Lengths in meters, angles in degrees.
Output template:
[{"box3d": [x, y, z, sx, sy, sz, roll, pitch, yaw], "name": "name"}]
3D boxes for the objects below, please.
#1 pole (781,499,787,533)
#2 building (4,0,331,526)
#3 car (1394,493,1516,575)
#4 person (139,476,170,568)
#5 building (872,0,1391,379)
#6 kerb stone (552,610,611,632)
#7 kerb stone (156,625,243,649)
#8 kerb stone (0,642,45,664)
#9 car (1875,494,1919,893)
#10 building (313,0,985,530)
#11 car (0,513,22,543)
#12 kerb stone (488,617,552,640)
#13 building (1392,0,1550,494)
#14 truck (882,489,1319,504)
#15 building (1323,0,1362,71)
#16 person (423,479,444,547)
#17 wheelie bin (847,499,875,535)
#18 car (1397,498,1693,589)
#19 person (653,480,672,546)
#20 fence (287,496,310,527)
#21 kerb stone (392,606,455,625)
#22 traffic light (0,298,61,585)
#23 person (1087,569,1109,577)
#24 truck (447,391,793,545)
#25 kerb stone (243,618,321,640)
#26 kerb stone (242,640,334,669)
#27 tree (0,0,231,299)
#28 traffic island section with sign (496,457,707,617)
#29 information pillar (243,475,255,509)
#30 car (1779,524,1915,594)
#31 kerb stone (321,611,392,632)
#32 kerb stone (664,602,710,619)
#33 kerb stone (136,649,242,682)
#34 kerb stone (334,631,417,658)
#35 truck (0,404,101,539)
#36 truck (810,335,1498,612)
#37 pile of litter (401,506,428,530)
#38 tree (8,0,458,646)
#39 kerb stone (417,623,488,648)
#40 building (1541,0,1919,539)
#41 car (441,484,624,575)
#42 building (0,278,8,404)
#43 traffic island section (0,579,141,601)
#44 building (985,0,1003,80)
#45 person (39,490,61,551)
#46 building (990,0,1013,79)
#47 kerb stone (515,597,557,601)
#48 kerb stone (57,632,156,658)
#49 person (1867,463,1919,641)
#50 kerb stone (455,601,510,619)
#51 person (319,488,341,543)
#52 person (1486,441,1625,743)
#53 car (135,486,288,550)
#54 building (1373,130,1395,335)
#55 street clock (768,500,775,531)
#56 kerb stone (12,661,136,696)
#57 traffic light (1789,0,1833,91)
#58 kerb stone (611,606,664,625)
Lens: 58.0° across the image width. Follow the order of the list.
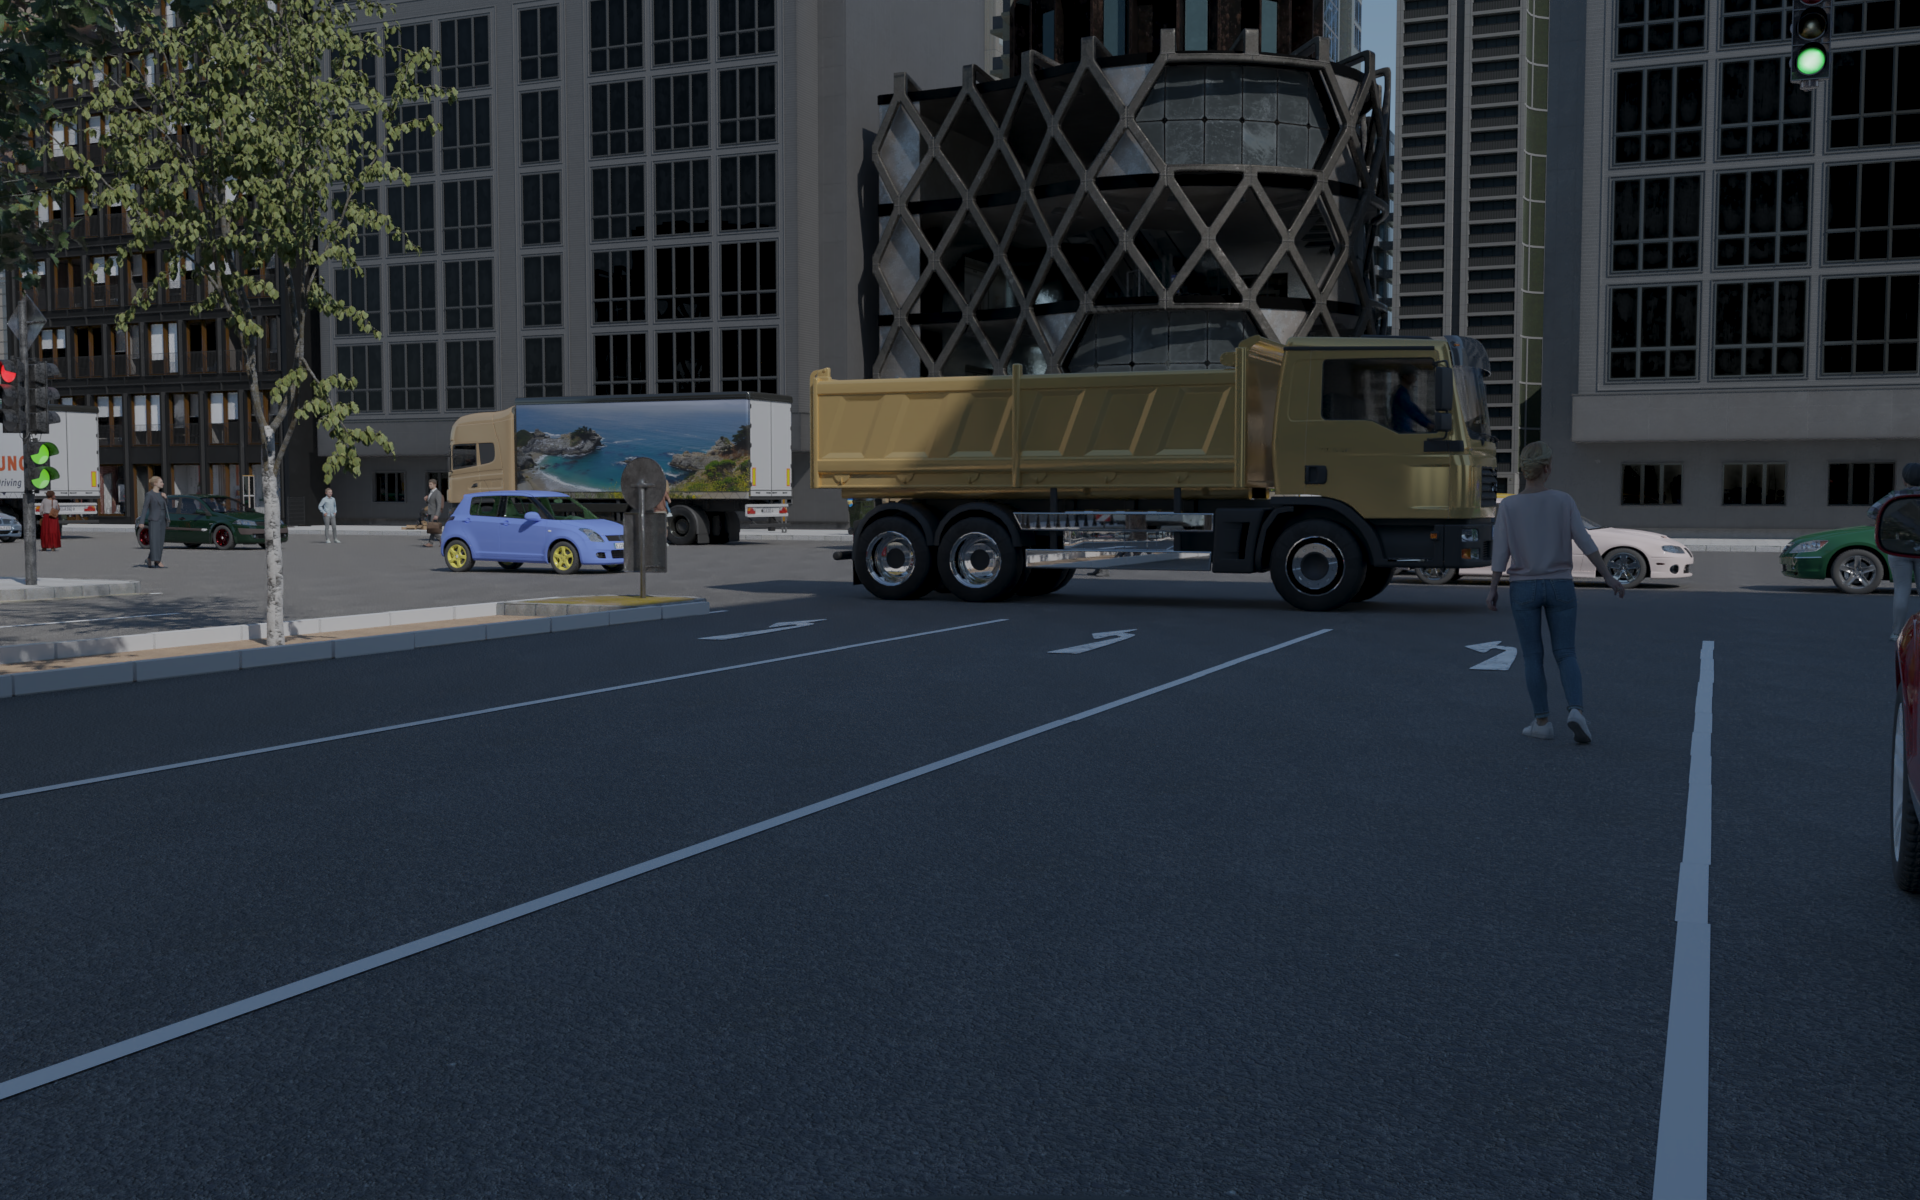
[{"box3d": [-5.816, -3.878, 57.253, 0.158, 3.312, 0.155, 0, 3, 0], "name": "pole"}, {"box3d": [-31.489, -15.135, 77.132, 15.834, 23.373, 12.332, 2, 4, 24], "name": "building"}, {"box3d": [8.950, -1.255, 30.746, 3.980, 1.641, 2.015, 1, 4, 22], "name": "car"}, {"box3d": [-15.552, -1.497, 33.402, 0.534, 1.772, 0.576, 0, 4, -7], "name": "person"}, {"box3d": [7.226, -11.981, 63.340, 16.811, 18.784, 16.820, 2, 4, 24], "name": "building"}, {"box3d": [-4.078, 0.231, 18.412, 0.120, 0.150, 1.000, 2, 4, 24], "name": "kerb stone"}, {"box3d": [-7.251, 0.354, 16.404, 0.120, 0.150, 1.000, 2, 4, 24], "name": "kerb stone"}, {"box3d": [-8.070, 0.470, 14.509, 0.120, 0.150, 1.000, 2, 4, 24], "name": "kerb stone"}, {"box3d": [3.617, 0.263, 4.370, 2.281, 1.827, 5.304, 2, 4, 25], "name": "car"}, {"box3d": [-12.675, -16.930, 70.311, 24.014, 27.812, 14.314, 2, 4, 24], "name": "building"}, {"box3d": [-29.858, -2.393, 51.134, 4.499, 1.417, 2.014, 1, 4, 22], "name": "car"}, {"box3d": [-4.496, 0.289, 17.474, 0.120, 0.150, 1.000, 2, 4, 24], "name": "kerb stone"}, {"box3d": [64.968, -47.338, 212.226, 20.611, 71.187, 20.563, 2, 4, 24], "name": "building"}, {"box3d": [2.983, -3.254, 42.115, 11.283, 4.237, 2.839, 2, 4, 24], "name": "truck"}, {"box3d": [25.028, -52.041, 163.544, 31.000, 86.520, 22.319, 2, 4, 24], "name": "building"}, {"box3d": [-14.155, -2.337, 46.680, 0.622, 1.834, 0.822, 3, 4, 36], "name": "person"}, {"box3d": [-3.077, -2.844, 54.402, 0.693, 1.594, 0.980, 3, 5, 41], "name": "wheelie bin"}, {"box3d": [9.063, -0.930, 27.575, 4.827, 1.381, 2.083, 2, 4, 24], "name": "car"}, {"box3d": [-8.201, -2.395, 47.639, 0.573, 1.828, 0.580, 3, 4, 36], "name": "person"}, {"box3d": [-25.884, -3.446, 67.540, 0.480, 1.192, 2.264, 0, 4, -4], "name": "fence"}, {"box3d": [-6.018, 0.182, 19.246, 0.120, 0.150, 1.000, 2, 4, 24], "name": "kerb stone"}, {"box3d": [-13.088, -2.164, 24.310, 0.839, 4.253, 0.868, 2, 4, 24], "name": "traffic light"}, {"box3d": [2.375, -1.342, 30.242, 0.447, 1.846, 0.655, -1, 4, -12], "name": "person"}, {"box3d": [-10.368, -3.771, 50.566, 11.283, 4.237, 2.839, 2, 4, 24], "name": "truck"}, {"box3d": [-6.839, 0.300, 17.345, 0.120, 0.150, 1.000, 2, 4, 24], "name": "kerb stone"}, {"box3d": [-5.727, 0.462, 14.645, 0.120, 0.150, 1.000, 2, 4, 24], "name": "kerb stone"}, {"box3d": [-9.157, -5.470, 8.904, 9.611, 12.733, 9.660, 0, 3, 0], "name": "tree"}, {"box3d": [-4.145, -0.775, 20.814, 2.006, 1.907, 1.989, 2, 4, 24], "name": "traffic island section with sign"}, {"box3d": [-27.964, -3.892, 68.120, 0.304, 2.012, 0.304, 1, 4, 19], "name": "information pillar"}, {"box3d": [14.497, -0.801, 24.894, 4.920, 1.459, 2.131, 2, 4, 25], "name": "car"}, {"box3d": [-6.425, 0.243, 18.294, 0.120, 0.150, 1.000, 2, 4, 24], "name": "kerb stone"}, {"box3d": [-3.252, 0.124, 20.293, 0.120, 0.150, 1.000, 2, 4, 24], "name": "kerb stone"}, {"box3d": [-6.136, 0.520, 13.694, 0.120, 0.150, 1.000, 2, 4, 24], "name": "kerb stone"}, {"box3d": [-5.304, 0.404, 15.584, 0.120, 0.150, 1.000, 2, 4, 24], "name": "kerb stone"}, {"box3d": [-33.118, -4.138, 56.564, 11.283, 4.237, 2.839, 2, 4, 23], "name": "truck"}, {"box3d": [2.863, -1.650, 22.908, 9.791, 3.379, 3.469, 2, 4, 24], "name": "truck"}, {"box3d": [-19.437, -2.968, 62.484, 1.176, 0.858, 1.719, -3, 5, -43], "name": "pile of litter"}, {"box3d": [-6.490, -3.851, 15.788, 4.737, 8.622, 4.395, 0, 3, 0], "name": "tree"}, {"box3d": [-4.906, 0.346, 16.532, 0.120, 0.150, 1.000, 2, 4, 24], "name": "kerb stone"}, {"box3d": [33.053, -14.111, 49.784, 30.058, 24.678, 14.314, 2, 4, 24], "name": "building"}, {"box3d": [-7.716, -1.365, 31.908, 3.694, 1.707, 1.945, 2, 4, 24], "name": "car"}, {"box3d": [-47.647, -18.286, 84.872, 20.117, 28.700, 13.634, 2, 4, 24], "name": "building"}, {"box3d": [-13.121, -0.133, 24.459, 2.009, 0.180, 2.903, 2, 4, 24], "name": "traffic island section"}, {"box3d": [-3.329, -35.737, 173.544, 27.495, 52.752, 28.713, 2, 4, 24], "name": "building"}, {"box3d": [-22.799, -1.981, 43.364, 0.523, 1.526, 0.387, 0, 4, -3], "name": "person"}, {"box3d": [14.653, -29.153, 131.280, 22.147, 44.769, 28.867, 2, 4, 24], "name": "building"}, {"box3d": [-5.180, 0.065, 21.135, 0.120, 0.150, 1.000, 2, 4, 24], "name": "kerb stone"}, {"box3d": [-7.662, 0.417, 15.463, 0.120, 0.150, 1.000, 2, 4, 24], "name": "kerb stone"}, {"box3d": [9.228, -0.461, 16.757, 0.841, 1.734, 0.376, 2, 4, 24], "name": "person"}, {"box3d": [-5.590, 0.123, 20.190, 0.120, 0.150, 1.000, 2, 4, 24], "name": "kerb stone"}, {"box3d": [-18.411, -2.461, 50.549, 0.589, 1.601, 0.330, -3, 5, -45], "name": "person"}, {"box3d": [3.497, -0.054, 10.057, 0.731, 1.740, 0.598, 0, 4, -3], "name": "person"}, {"box3d": [-19.611, -2.173, 45.308, 4.222, 1.686, 2.009, 1, 4, 22], "name": "car"}, {"box3d": [41.747, -37.021, 224.900, 30.456, 49.044, 23.786, 2, 4, 24], "name": "building"}, {"box3d": [-6.517, -3.383, 59.888, 0.471, 2.002, 0.358, -3, 5, -44], "name": "street clock"}, {"box3d": [-6.552, 0.578, 12.751, 0.120, 0.150, 1.000, 2, 4, 24], "name": "kerb stone"}, {"box3d": [9.451, -2.428, 14.370, 4.771, 5.953, 1.251, 2, 4, 24], "name": "traffic light"}, {"box3d": [-3.671, 0.174, 19.355, 0.120, 0.150, 1.000, 2, 4, 24], "name": "kerb stone"}]
